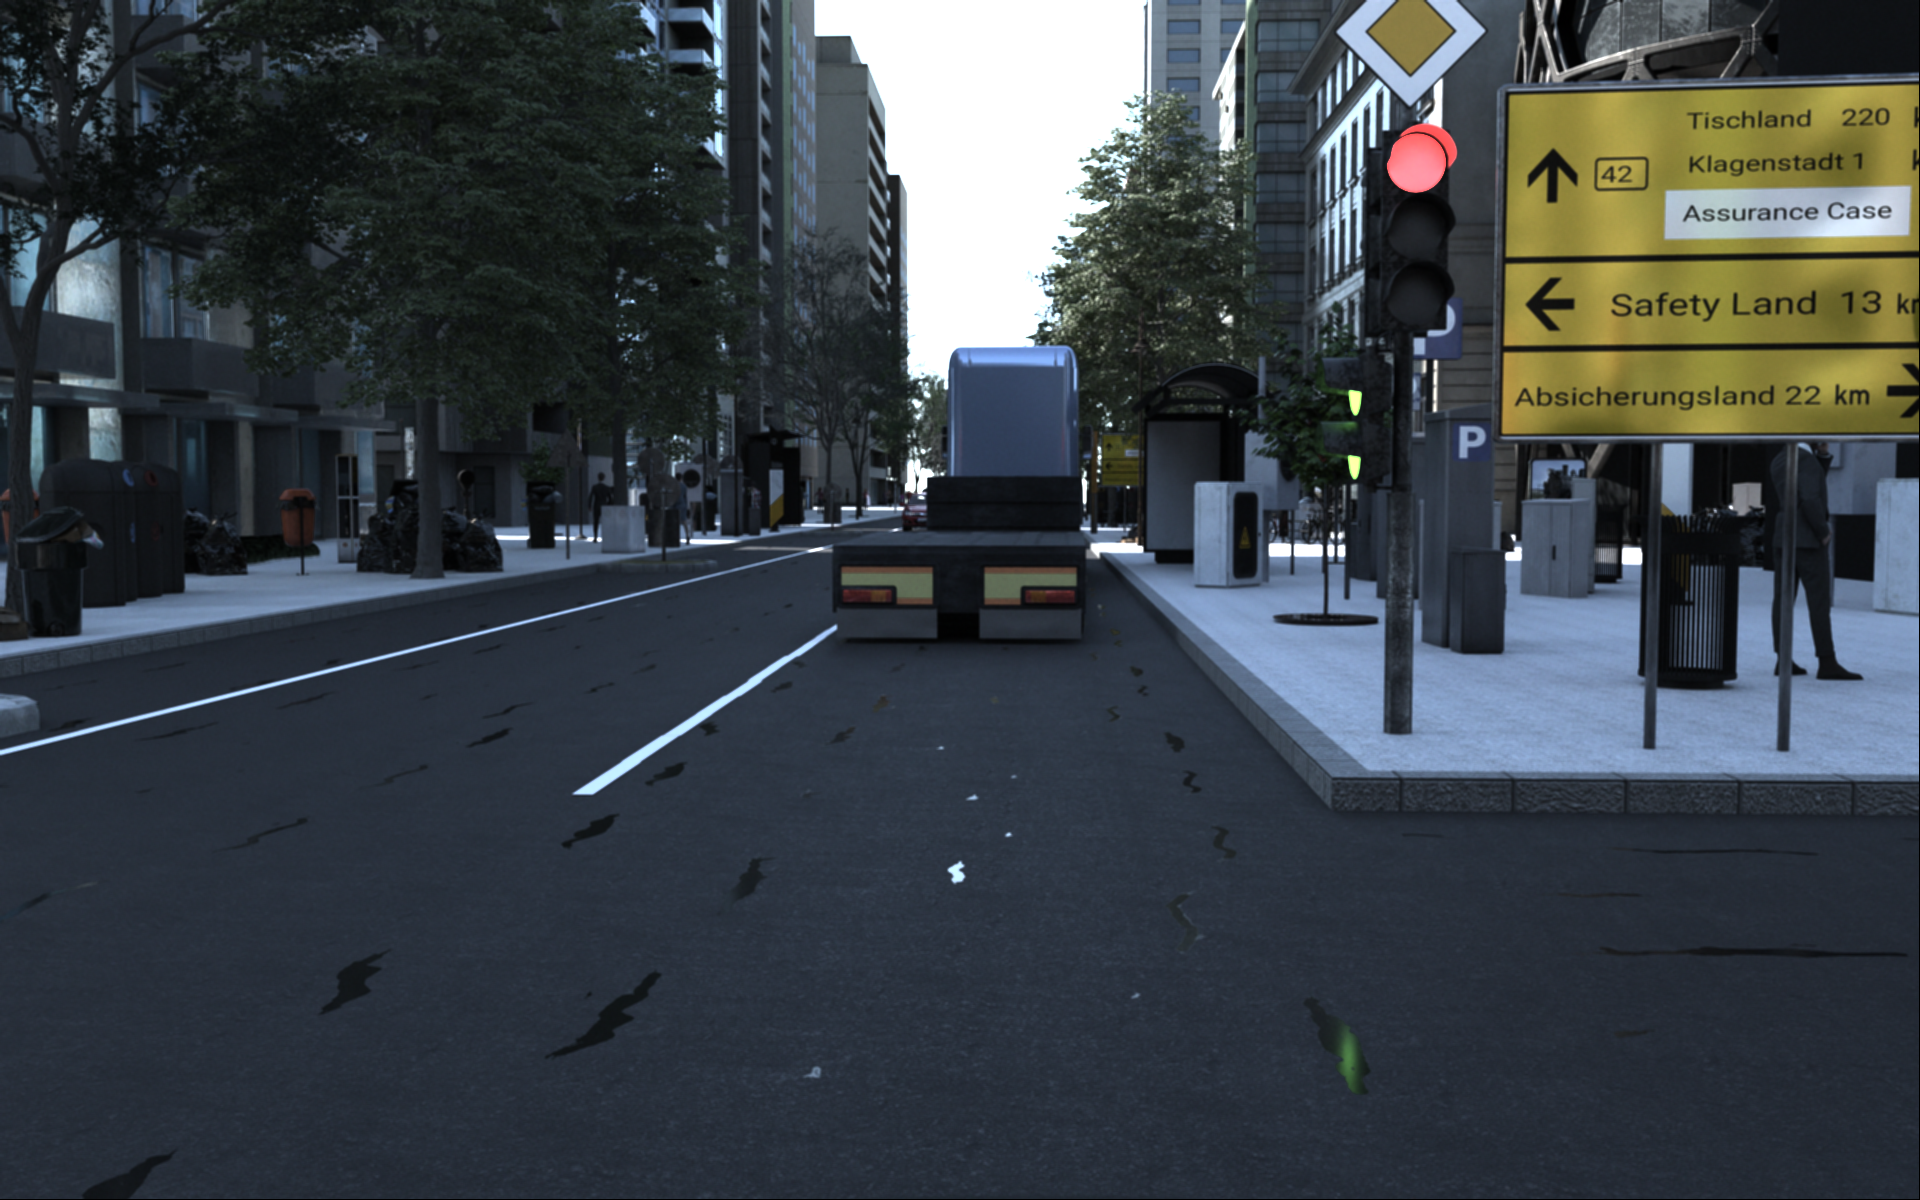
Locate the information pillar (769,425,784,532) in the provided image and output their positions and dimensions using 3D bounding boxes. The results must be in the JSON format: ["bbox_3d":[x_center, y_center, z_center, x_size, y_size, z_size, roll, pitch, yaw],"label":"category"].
[{"bbox_3d":[-6.227,-4.115,58.642,0.504,3.616,0.183,-2,4,-32],"label":"information pillar"}]

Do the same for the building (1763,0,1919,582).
[{"bbox_3d":[21.149,-11.762,21.980,15.834,23.373,12.332,0,4,3],"label":"building"}]

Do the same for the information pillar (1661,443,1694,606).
[{"bbox_3d":[8.247,-1.753,20.021,0.183,3.616,0.504,-3,5,-39],"label":"information pillar"}]

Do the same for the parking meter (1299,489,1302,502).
[{"bbox_3d":[13.128,-3.603,67.320,0.372,1.533,0.369,0,3,0],"label":"parking meter"}]

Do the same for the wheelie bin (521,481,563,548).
[{"bbox_3d":[-9.889,-2.026,41.033,0.980,1.594,0.693,-1,4,-17],"label":"wheelie bin"}]

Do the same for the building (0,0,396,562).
[{"bbox_3d":[-27.848,-25.636,38.765,23.786,49.044,30.456,0,4,3],"label":"building"}]

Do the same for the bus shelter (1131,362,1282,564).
[{"bbox_3d":[4.046,-2.169,29.383,2.014,3.302,5.546,0,4,3],"label":"bus shelter"}]

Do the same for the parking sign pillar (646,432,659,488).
[{"bbox_3d":[-12.898,-5.143,72.554,1.447,3.967,1.447,-1,4,-16],"label":"parking sign pillar"}]

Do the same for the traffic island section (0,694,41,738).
[{"bbox_3d":[-6.658,0.768,9.727,2.009,0.180,2.903,0,4,3],"label":"traffic island section"}]

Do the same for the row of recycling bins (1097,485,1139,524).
[{"bbox_3d":[7.326,-4.189,75.598,3.534,1.692,1.069,3,4,38],"label":"row of recycling bins"}]

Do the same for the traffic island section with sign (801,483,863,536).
[{"bbox_3d":[-4.370,-3.114,59.534,1.989,1.847,2.006,0,4,3],"label":"traffic island section with sign"}]

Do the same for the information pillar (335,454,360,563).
[{"bbox_3d":[-11.389,-1.697,32.237,0.304,2.012,0.304,0,4,7],"label":"information pillar"}]

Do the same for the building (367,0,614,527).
[{"bbox_3d":[-22.540,-18.205,69.346,14.160,30.474,14.107,0,4,3],"label":"building"}]

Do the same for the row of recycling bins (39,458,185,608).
[{"bbox_3d":[-10.291,-0.852,21.040,1.069,1.692,3.534,-1,4,-10],"label":"row of recycling bins"}]

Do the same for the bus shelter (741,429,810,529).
[{"bbox_3d":[-6.986,-4.572,66.036,1.731,3.624,6.357,0,4,3],"label":"bus shelter"}]

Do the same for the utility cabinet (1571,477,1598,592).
[{"bbox_3d":[8.220,-0.864,22.805,0.318,1.500,1.173,1,4,20],"label":"utility cabinet"}]

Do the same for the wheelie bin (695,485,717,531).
[{"bbox_3d":[-8.813,-3.177,59.844,0.980,1.594,0.693,2,4,26],"label":"wheelie bin"}]

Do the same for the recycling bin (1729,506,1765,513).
[{"bbox_3d":[16.706,-1.479,36.730,0.722,1.027,0.722,0,4,-7],"label":"recycling bin"}]

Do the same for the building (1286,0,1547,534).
[{"bbox_3d":[23.075,-14.391,68.578,16.112,22.955,30.059,0,4,3],"label":"building"}]

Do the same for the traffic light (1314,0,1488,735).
[{"bbox_3d":[2.334,-1.240,9.196,0.839,4.253,0.868,0,4,3],"label":"traffic light"}]

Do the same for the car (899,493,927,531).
[{"bbox_3d":[-1.243,-3.530,66.753,2.155,1.783,4.494,0,4,2],"label":"car"}]

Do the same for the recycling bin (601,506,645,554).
[{"bbox_3d":[-7.322,-1.536,37.669,0.722,1.027,0.722,1,4,18],"label":"recycling bin"}]

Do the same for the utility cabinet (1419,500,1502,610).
[{"bbox_3d":[5.584,-0.499,19.318,1.020,1.237,0.306,-2,4,-32],"label":"utility cabinet"}]

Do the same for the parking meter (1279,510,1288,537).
[{"bbox_3d":[9.771,-2.667,52.015,0.372,1.533,0.369,0,3,0],"label":"parking meter"}]

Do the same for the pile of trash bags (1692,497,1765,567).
[{"bbox_3d":[14.693,-1.349,31.809,3.447,1.369,1.912,-3,4,-36],"label":"pile of trash bags"}]

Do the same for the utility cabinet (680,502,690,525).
[{"bbox_3d":[-11.363,-3.758,72.605,0.306,1.237,1.020,2,4,34],"label":"utility cabinet"}]

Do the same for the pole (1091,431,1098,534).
[{"bbox_3d":[4.347,-3.807,56.085,0.158,3.312,0.155,0,3,0],"label":"pole"}]

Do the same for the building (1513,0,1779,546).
[{"bbox_3d":[23.166,-10.877,45.285,16.820,18.784,16.811,0,4,3],"label":"building"}]

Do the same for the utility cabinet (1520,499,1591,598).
[{"bbox_3d":[7.471,-0.650,21.787,0.306,1.237,1.020,-1,4,-17],"label":"utility cabinet"}]

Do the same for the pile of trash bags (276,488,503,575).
[{"bbox_3d":[-9.352,-1.138,28.364,3.447,1.369,1.912,-2,4,-32],"label":"pile of trash bags"}]

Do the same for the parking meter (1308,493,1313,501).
[{"bbox_3d":[14.195,-3.912,69.676,0.255,1.863,0.399,3,5,41],"label":"parking meter"}]

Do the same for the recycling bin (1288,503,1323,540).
[{"bbox_3d":[9.731,-2.216,48.792,0.722,1.027,0.722,-3,5,-45],"label":"recycling bin"}]

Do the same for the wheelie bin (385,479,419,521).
[{"bbox_3d":[-11.551,-1.744,36.425,0.693,1.594,0.980,3,5,44],"label":"wheelie bin"}]

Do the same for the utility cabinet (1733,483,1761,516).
[{"bbox_3d":[15.710,-1.587,34.631,0.318,1.500,1.173,3,4,36],"label":"utility cabinet"}]

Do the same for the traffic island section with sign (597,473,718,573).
[{"bbox_3d":[-5.620,-1.462,32.525,1.989,1.847,2.006,0,4,3],"label":"traffic island section with sign"}]

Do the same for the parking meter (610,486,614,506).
[{"bbox_3d":[-9.735,-2.479,48.942,0.372,1.533,0.369,0,3,0],"label":"parking meter"}]

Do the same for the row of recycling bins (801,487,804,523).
[{"bbox_3d":[-7.419,-4.259,76.743,1.069,1.692,3.534,0,4,-5],"label":"row of recycling bins"}]

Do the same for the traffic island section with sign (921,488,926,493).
[{"bbox_3d":[-2.073,-6.165,109.430,1.989,1.847,2.006,0,4,3],"label":"traffic island section with sign"}]

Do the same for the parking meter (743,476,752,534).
[{"bbox_3d":[-6.871,-3.043,55.467,0.399,1.863,0.255,3,4,36],"label":"parking meter"}]

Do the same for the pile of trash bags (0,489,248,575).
[{"bbox_3d":[-13.118,-1.063,27.134,3.447,1.369,1.912,-3,4,-38],"label":"pile of trash bags"}]

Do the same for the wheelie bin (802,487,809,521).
[{"bbox_3d":[-7.589,-4.485,81.234,0.980,1.594,0.693,0,4,0],"label":"wheelie bin"}]
